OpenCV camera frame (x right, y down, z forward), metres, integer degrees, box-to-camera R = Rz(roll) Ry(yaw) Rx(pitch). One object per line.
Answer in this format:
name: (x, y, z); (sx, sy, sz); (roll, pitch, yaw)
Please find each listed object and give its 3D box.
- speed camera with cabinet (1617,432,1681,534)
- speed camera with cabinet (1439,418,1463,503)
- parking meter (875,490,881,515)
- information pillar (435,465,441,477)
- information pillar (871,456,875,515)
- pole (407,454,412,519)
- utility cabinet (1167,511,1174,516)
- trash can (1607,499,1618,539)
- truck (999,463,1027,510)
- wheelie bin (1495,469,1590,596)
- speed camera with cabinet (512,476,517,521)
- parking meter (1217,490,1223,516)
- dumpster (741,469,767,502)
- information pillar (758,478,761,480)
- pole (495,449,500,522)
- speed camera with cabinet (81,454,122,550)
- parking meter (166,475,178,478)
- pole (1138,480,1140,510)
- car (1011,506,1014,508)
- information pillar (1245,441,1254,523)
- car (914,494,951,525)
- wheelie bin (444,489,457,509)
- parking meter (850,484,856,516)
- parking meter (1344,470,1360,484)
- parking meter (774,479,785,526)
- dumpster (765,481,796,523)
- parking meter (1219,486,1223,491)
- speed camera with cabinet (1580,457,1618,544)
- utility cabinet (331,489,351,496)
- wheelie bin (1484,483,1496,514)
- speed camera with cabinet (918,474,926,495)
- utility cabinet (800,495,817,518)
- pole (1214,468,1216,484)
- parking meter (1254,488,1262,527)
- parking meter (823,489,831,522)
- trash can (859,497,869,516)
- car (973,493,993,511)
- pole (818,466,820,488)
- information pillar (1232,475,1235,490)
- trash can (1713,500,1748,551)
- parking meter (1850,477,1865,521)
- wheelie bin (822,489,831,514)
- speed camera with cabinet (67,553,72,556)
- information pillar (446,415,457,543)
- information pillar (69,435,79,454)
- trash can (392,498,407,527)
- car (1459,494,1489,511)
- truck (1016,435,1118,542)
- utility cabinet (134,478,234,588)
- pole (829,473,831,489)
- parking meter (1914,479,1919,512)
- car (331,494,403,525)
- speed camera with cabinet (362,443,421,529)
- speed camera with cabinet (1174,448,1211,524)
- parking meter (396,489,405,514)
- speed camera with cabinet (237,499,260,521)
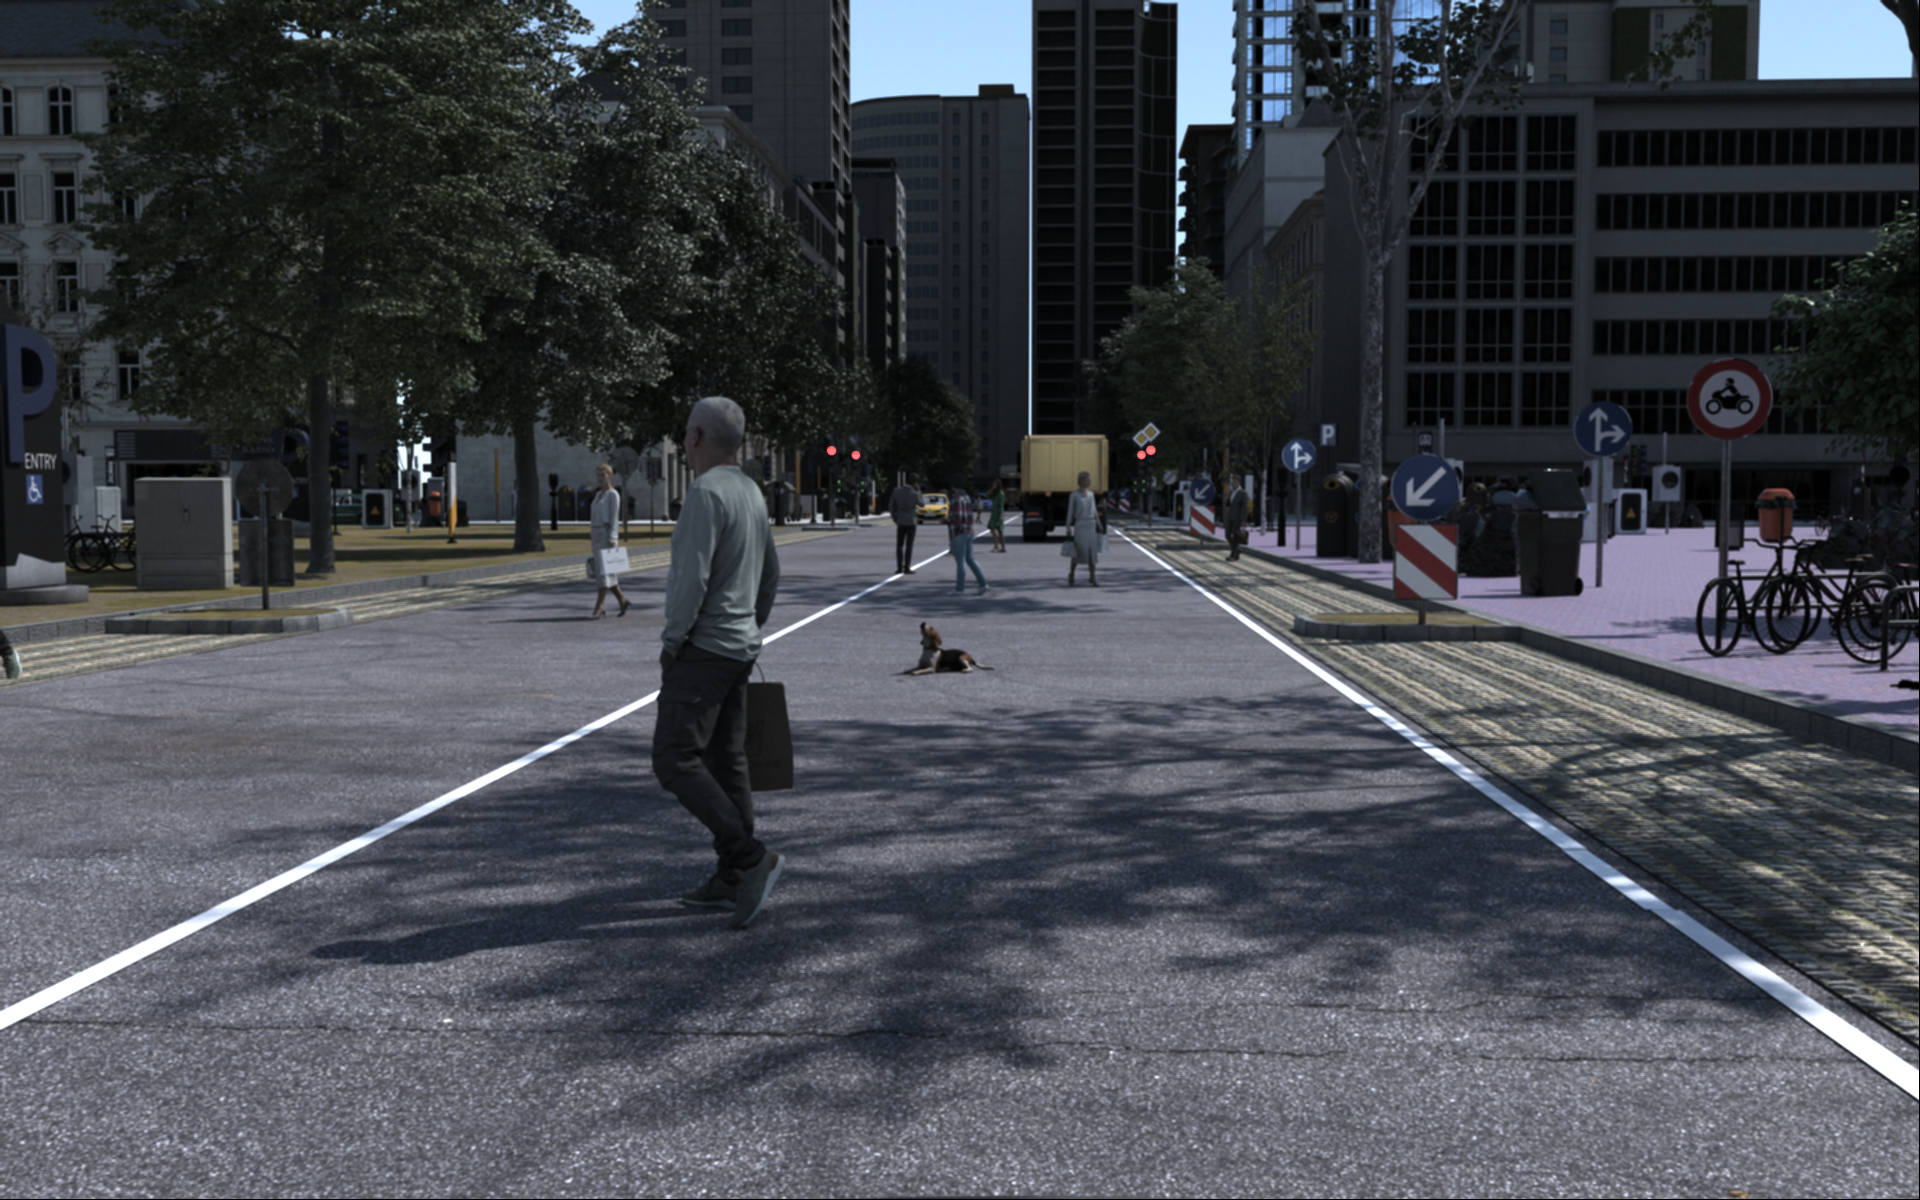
speed camera with cabinet: (21.852, -3.724, 55.229); (2.038, 3.252, 0.660); (0, 4, -3)
speed camera with cabinet: (12.200, -3.085, 44.778); (2.038, 3.252, 0.660); (-3, 5, -41)
parking meter: (-4.948, -5.879, 104.531); (0.372, 1.533, 0.369); (0, 3, 0)
information pillar: (-41.543, -8.961, 137.859); (0.504, 3.616, 0.183); (-3, 4, -39)
information pillar: (-5.315, -7.039, 106.444); (0.183, 3.616, 0.504); (0, 4, 7)
pole: (-28.182, -5.801, 88.681); (0.158, 3.312, 0.155); (0, 3, 0)
utility cabinet: (12.550, -5.538, 101.716); (0.306, 1.237, 1.020); (2, 4, 35)
trash can: (18.573, -2.342, 49.946); (0.748, 1.137, 0.748); (0, 3, 0)
truck: (4.814, -10.334, 157.870); (2.839, 4.237, 11.283); (0, 4, 3)
wheelie bin: (7.458, -0.862, 21.997); (0.980, 1.594, 0.693); (-1, 4, -11)
speed camera with cabinet: (-21.126, -5.430, 83.111); (0.660, 3.252, 2.038); (-1, 4, -19)
parking meter: (14.054, -5.211, 93.617); (0.372, 1.533, 0.369); (0, 3, 0)
dumpster: (-8.120, -3.812, 64.818); (1.502, 2.255, 1.985); (0, 4, 4)
information pillar: (-9.072, -4.450, 77.256); (0.304, 2.012, 0.304); (-1, 4, -23)
pole: (-21.030, -5.194, 78.757); (0.158, 3.312, 0.155); (0, 3, 0)
speed camera with cabinet: (-20.108, -2.790, 39.950); (2.038, 3.252, 0.660); (3, 5, 40)
parking meter: (-24.687, -2.964, 54.177); (0.399, 1.863, 0.255); (1, 4, 19)
pole: (14.126, -8.700, 136.084); (0.158, 3.312, 0.155); (0, 3, 0)
car: (4.669, -10.206, 178.672); (2.131, 1.459, 4.920); (0, 4, 3)
information pillar: (12.691, -5.176, 75.976); (0.504, 3.616, 0.183); (-3, 5, -43)
car: (-1.268, -4.421, 82.512); (2.015, 1.641, 3.980); (0, 4, 4)
wheelie bin: (-30.322, -5.839, 103.381); (0.693, 1.594, 0.980); (3, 5, 42)
parking meter: (-6.122, -5.782, 100.239); (0.399, 1.863, 0.255); (1, 4, 19)
parking meter: (9.475, -2.210, 41.853); (0.399, 1.863, 0.255); (2, 4, 25)
parking meter: (-7.217, -3.887, 69.269); (0.255, 1.863, 0.399); (2, 4, 35)
dumpster: (-8.195, -4.460, 78.682); (1.264, 1.857, 1.865); (0, 4, 3)
parking meter: (15.477, -5.914, 102.400); (0.399, 1.863, 0.255); (2, 4, 24)
speed camera with cabinet: (16.555, -3.136, 45.604); (0.660, 3.252, 2.038); (0, 4, 1)
utility cabinet: (-27.871, -4.216, 77.603); (1.173, 1.500, 0.318); (0, 4, 8)
wheelie bin: (9.737, -1.404, 30.868); (0.693, 1.594, 0.980); (0, 4, -1)
speed camera with cabinet: (-3.931, -9.593, 151.177); (2.038, 3.252, 0.660); (-3, 4, -36)
utility cabinet: (-8.097, -4.946, 92.024); (1.020, 1.237, 0.306); (2, 4, 31)
pole: (19.810, -8.610, 134.623); (0.158, 3.312, 0.155); (0, 3, 0)
parking meter: (11.777, -3.654, 68.161); (0.372, 1.533, 0.369); (0, 3, 0)
parking meter: (-6.217, -4.421, 80.696); (0.372, 1.533, 0.369); (0, 3, 0)
trash can: (-5.642, -5.517, 101.854); (0.748, 1.137, 0.748); (0, 3, 0)
car: (2.039, -8.235, 144.231); (1.945, 1.707, 3.694); (0, 4, 4)
pole: (-10.349, -8.158, 127.231); (0.158, 3.312, 0.155); (0, 3, 0)
information pillar: (10.641, -3.869, 67.757); (0.304, 2.012, 0.304); (-1, 4, -10)
trash can: (17.541, -1.701, 39.464); (0.748, 1.137, 0.748); (0, 3, 0)
parking meter: (30.560, -3.259, 58.993); (0.399, 1.863, 0.255); (3, 4, 36)
wheelie bin: (-8.281, -6.216, 109.539); (0.693, 1.594, 0.980); (2, 4, 28)
speed camera with cabinet: (-19.216, -2.512, 35.413); (2.038, 3.252, 0.660); (-1, 4, -19)
information pillar: (-13.250, -3.289, 45.136); (0.183, 3.616, 0.504); (0, 3, 0)
information pillar: (-35.316, -4.757, 69.126); (0.504, 3.616, 0.183); (1, 4, 20)
trash can: (-21.955, -3.437, 67.849); (0.748, 1.137, 0.748); (0, 3, 0)
car: (21.204, -3.737, 71.319); (3.980, 1.641, 2.015); (0, 4, 3)
truck: (3.404, -3.648, 55.576); (3.469, 3.379, 9.791); (0, 4, 4)
utility cabinet: (-10.438, -0.894, 23.294); (1.173, 1.500, 0.318); (0, 4, -2)
pole: (-9.273, -7.971, 124.164); (0.158, 3.312, 0.155); (0, 3, 0)
parking meter: (36.181, -3.639, 65.204); (0.255, 1.863, 0.399); (-3, 5, -44)
car: (-25.991, -3.743, 72.993); (4.920, 1.459, 2.131); (0, 4, 4)
speed camera with cabinet: (-21.009, -4.261, 64.006); (2.038, 3.252, 0.660); (-1, 4, -10)
speed camera with cabinet: (10.094, -4.950, 75.267); (0.660, 3.252, 2.038); (-2, 4, -26)
parking meter: (-25.526, -4.322, 79.078); (0.372, 1.533, 0.369); (0, 3, 0)
speed camera with cabinet: (-33.135, -5.362, 81.997); (2.038, 3.252, 0.660); (-1, 4, -14)
